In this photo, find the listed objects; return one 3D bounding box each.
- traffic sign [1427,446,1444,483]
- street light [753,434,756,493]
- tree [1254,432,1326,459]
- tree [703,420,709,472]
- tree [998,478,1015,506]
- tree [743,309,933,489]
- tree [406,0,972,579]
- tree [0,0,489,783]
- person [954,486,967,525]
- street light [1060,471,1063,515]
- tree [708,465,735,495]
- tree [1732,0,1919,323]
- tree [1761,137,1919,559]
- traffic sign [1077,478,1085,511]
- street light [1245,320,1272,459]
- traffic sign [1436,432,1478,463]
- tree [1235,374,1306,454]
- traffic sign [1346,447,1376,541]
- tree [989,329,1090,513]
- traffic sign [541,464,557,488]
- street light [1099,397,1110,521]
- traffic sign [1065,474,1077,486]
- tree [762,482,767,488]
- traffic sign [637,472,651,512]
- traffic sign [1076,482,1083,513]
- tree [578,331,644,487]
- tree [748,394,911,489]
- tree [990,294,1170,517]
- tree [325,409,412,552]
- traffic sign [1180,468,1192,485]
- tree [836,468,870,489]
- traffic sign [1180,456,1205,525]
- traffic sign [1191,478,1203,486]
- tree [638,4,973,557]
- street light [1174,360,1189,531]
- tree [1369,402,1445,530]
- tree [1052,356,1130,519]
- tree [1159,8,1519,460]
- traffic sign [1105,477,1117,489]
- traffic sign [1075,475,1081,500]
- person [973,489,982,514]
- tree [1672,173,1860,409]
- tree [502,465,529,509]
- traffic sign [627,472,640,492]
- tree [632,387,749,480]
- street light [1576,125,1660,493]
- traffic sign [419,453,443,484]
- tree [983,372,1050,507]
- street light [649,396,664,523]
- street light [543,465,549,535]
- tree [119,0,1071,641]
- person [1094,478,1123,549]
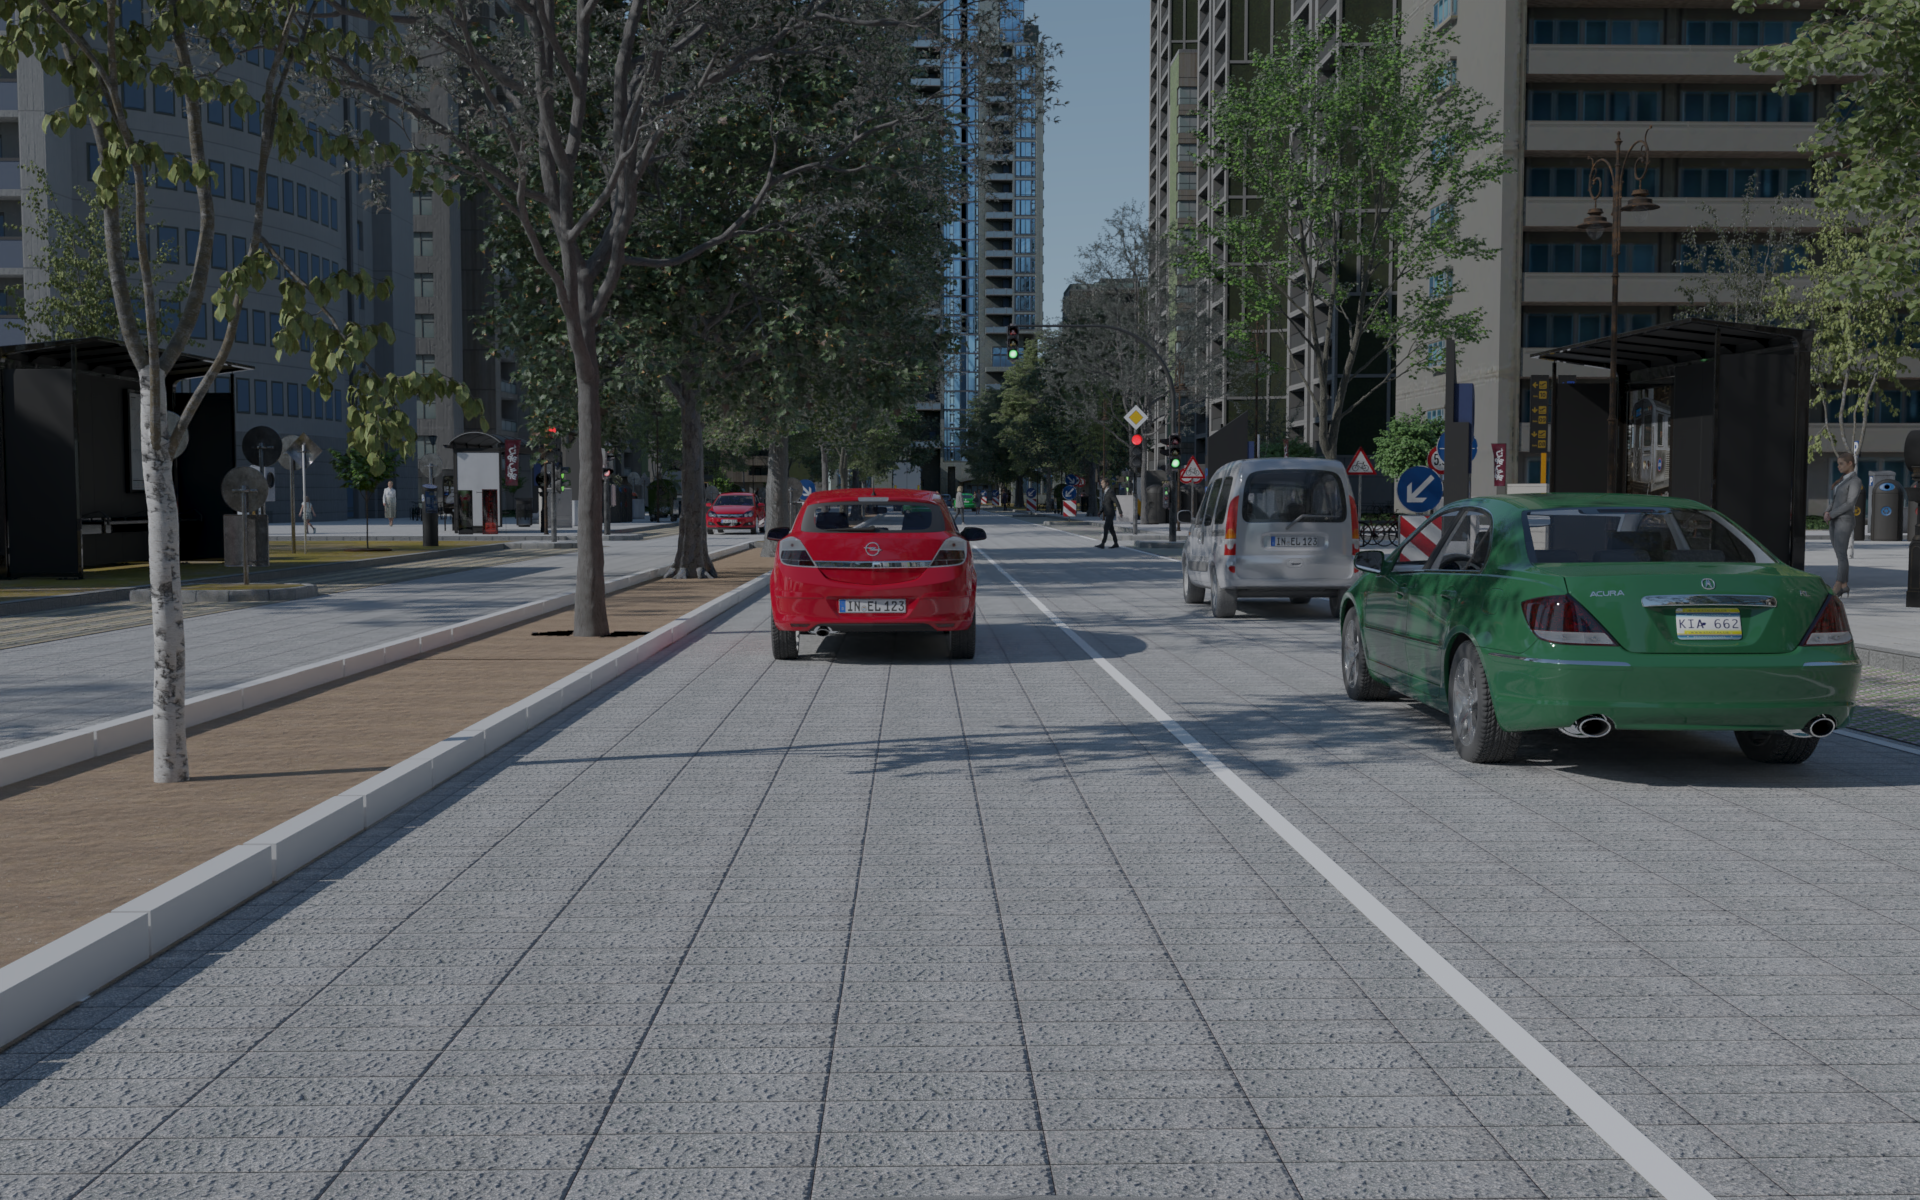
[{"bbox_3d":[12.530,-2.754,45.136,0.768,2.556,0.104,0,4,1],"label":"traffic sign"},{"bbox_3d":[-14.907,-9.297,124.792,0.468,5.910,1.993,0,4,-1],"label":"street light"},{"bbox_3d":[18.644,-6.877,96.154,4.285,4.588,4.351,0,3,0],"label":"tree"},{"bbox_3d":[-15.157,-8.299,86.056,4.737,8.622,4.395,0,3,0],"label":"tree"},{"bbox_3d":[4.524,-14.643,189.775,4.737,8.622,4.395,0,3,0],"label":"tree"},{"bbox_3d":[-4.844,-8.838,72.711,9.928,11.665,9.643,0,3,0],"label":"tree"},{"bbox_3d":[-4.553,-6.714,29.237,9.611,12.733,9.660,0,3,0],"label":"tree"},{"bbox_3d":[-3.873,-3.382,8.113,4.737,8.622,4.395,0,3,0],"label":"tree"},{"bbox_3d":[-0.046,-4.314,79.212,0.728,1.800,0.709,-1,4,-20],"label":"person"},{"bbox_3d":[6.245,-8.160,106.203,0.468,5.910,1.993,0,4,-1],"label":"street light"},{"bbox_3d":[-15.590,-7.182,112.028,1.663,3.219,1.824,0,3,0],"label":"tree"},{"bbox_3d":[9.401,-5.788,12.769,7.486,12.596,7.792,0,3,0],"label":"tree"},{"bbox_3d":[17.794,-5.135,34.324,4.737,8.622,4.395,0,3,0],"label":"tree"},{"bbox_3d":[9.022,-7.949,130.078,0.768,2.556,0.104,0,4,3],"label":"traffic sign"},{"bbox_3d":[7.819,-4.459,45.695,0.468,5.910,1.993,0,4,-1],"label":"street light"},{"bbox_3d":[9.494,-2.022,33.159,0.768,2.556,0.104,0,4,6],"label":"traffic sign"},{"bbox_3d":[18.625,-9.426,104.472,4.360,8.622,3.978,0,3,0],"label":"tree"},{"bbox_3d":[10.978,-2.908,47.552,0.884,2.594,0.081,0,4,1],"label":"traffic sign"},{"bbox_3d":[5.736,-12.303,119.277,7.486,12.596,7.792,0,3,0],"label":"tree"},{"bbox_3d":[-17.206,-4.434,72.599,0.768,2.556,0.104,0,4,3],"label":"traffic sign"},{"bbox_3d":[6.901,-6.738,82.955,0.468,5.910,1.993,0,4,-1],"label":"street light"},{"bbox_3d":[7.075,-6.745,110.383,0.768,2.556,0.104,1,4,8],"label":"traffic sign"},{"bbox_3d":[-15.889,-9.214,145.253,1.663,3.219,1.824,0,3,0],"label":"tree"},{"bbox_3d":[-18.443,-6.189,101.194,0.884,2.594,0.081,0,4,-1],"label":"traffic sign"},{"bbox_3d":[7.750,-7.037,115.062,0.884,2.594,0.081,0,4,3],"label":"traffic sign"},{"bbox_3d":[-13.906,-7.011,64.985,4.360,8.622,3.978,0,3,0],"label":"tree"},{"bbox_3d":[-5.545,-9.839,81.458,7.486,12.596,7.792,0,3,0],"label":"tree"},{"bbox_3d":[7.543,-11.108,98.620,9.611,12.733,9.660,0,3,0],"label":"tree"},{"bbox_3d":[-13.460,-2.710,38.908,1.663,3.219,1.824,0,3,0],"label":"tree"},{"bbox_3d":[10.910,-5.102,83.519,0.768,2.556,0.104,0,4,0],"label":"traffic sign"},{"bbox_3d":[-6.600,-10.326,121.647,4.360,8.622,3.978,0,3,0],"label":"tree"},{"bbox_3d":[7.860,-3.582,58.568,0.884,2.594,0.081,0,3,0],"label":"traffic sign"},{"bbox_3d":[11.588,-5.217,85.407,0.768,2.556,0.104,0,4,5],"label":"traffic sign"},{"bbox_3d":[-4.196,-7.946,39.025,9.857,13.997,8.962,0,3,0],"label":"tree"},{"bbox_3d":[7.559,-5.316,59.708,0.468,5.910,1.993,0,4,-1],"label":"street light"},{"bbox_3d":[16.417,-4.788,62.005,4.285,4.588,4.351,0,3,0],"label":"tree"},{"bbox_3d":[7.130,-8.505,89.425,4.737,8.622,4.395,0,3,0],"label":"tree"},{"bbox_3d":[8.202,-6.874,38.146,9.928,11.665,9.643,0,3,0],"label":"tree"},{"bbox_3d":[9.203,-6.481,106.068,0.768,2.556,0.104,0,4,4],"label":"traffic sign"},{"bbox_3d":[7.601,-6.985,114.318,0.768,2.556,0.104,0,4,2],"label":"traffic sign"},{"bbox_3d":[1.257,-6.908,121.809,0.716,1.782,0.532,-1,4,-18],"label":"person"},{"bbox_3d":[18.649,-5.533,40.828,4.360,8.622,3.978,0,3,0],"label":"tree"},{"bbox_3d":[-26.061,-6.474,100.448,1.663,3.219,1.824,0,3,0],"label":"tree"},{"bbox_3d":[-18.683,-6.059,99.166,0.768,2.556,0.104,0,4,6],"label":"traffic sign"},{"bbox_3d":[-14.648,-10.778,94.343,7.486,12.596,7.792,0,3,0],"label":"tree"},{"bbox_3d":[8.388,-3.024,22.231,0.468,5.910,1.993,0,4,-1],"label":"street light"},{"bbox_3d":[-16.464,-3.290,53.893,0.768,2.556,0.104,0,4,6],"label":"traffic sign"},{"bbox_3d":[5.812,-16.453,175.661,9.857,13.997,8.962,0,3,0],"label":"tree"},{"bbox_3d":[-13.590,-6.423,77.799,0.468,5.910,1.993,0,4,-1],"label":"street light"},{"bbox_3d":[-13.069,-5.001,54.548,0.468,5.910,1.993,0,4,-1],"label":"street light"},{"bbox_3d":[-3.673,-6.363,16.870,12.009,13.543,11.850,0,3,0],"label":"tree"},{"bbox_3d":[3.840,-2.268,45.361,0.755,1.850,0.659,-1,4,-15],"label":"person"}]
